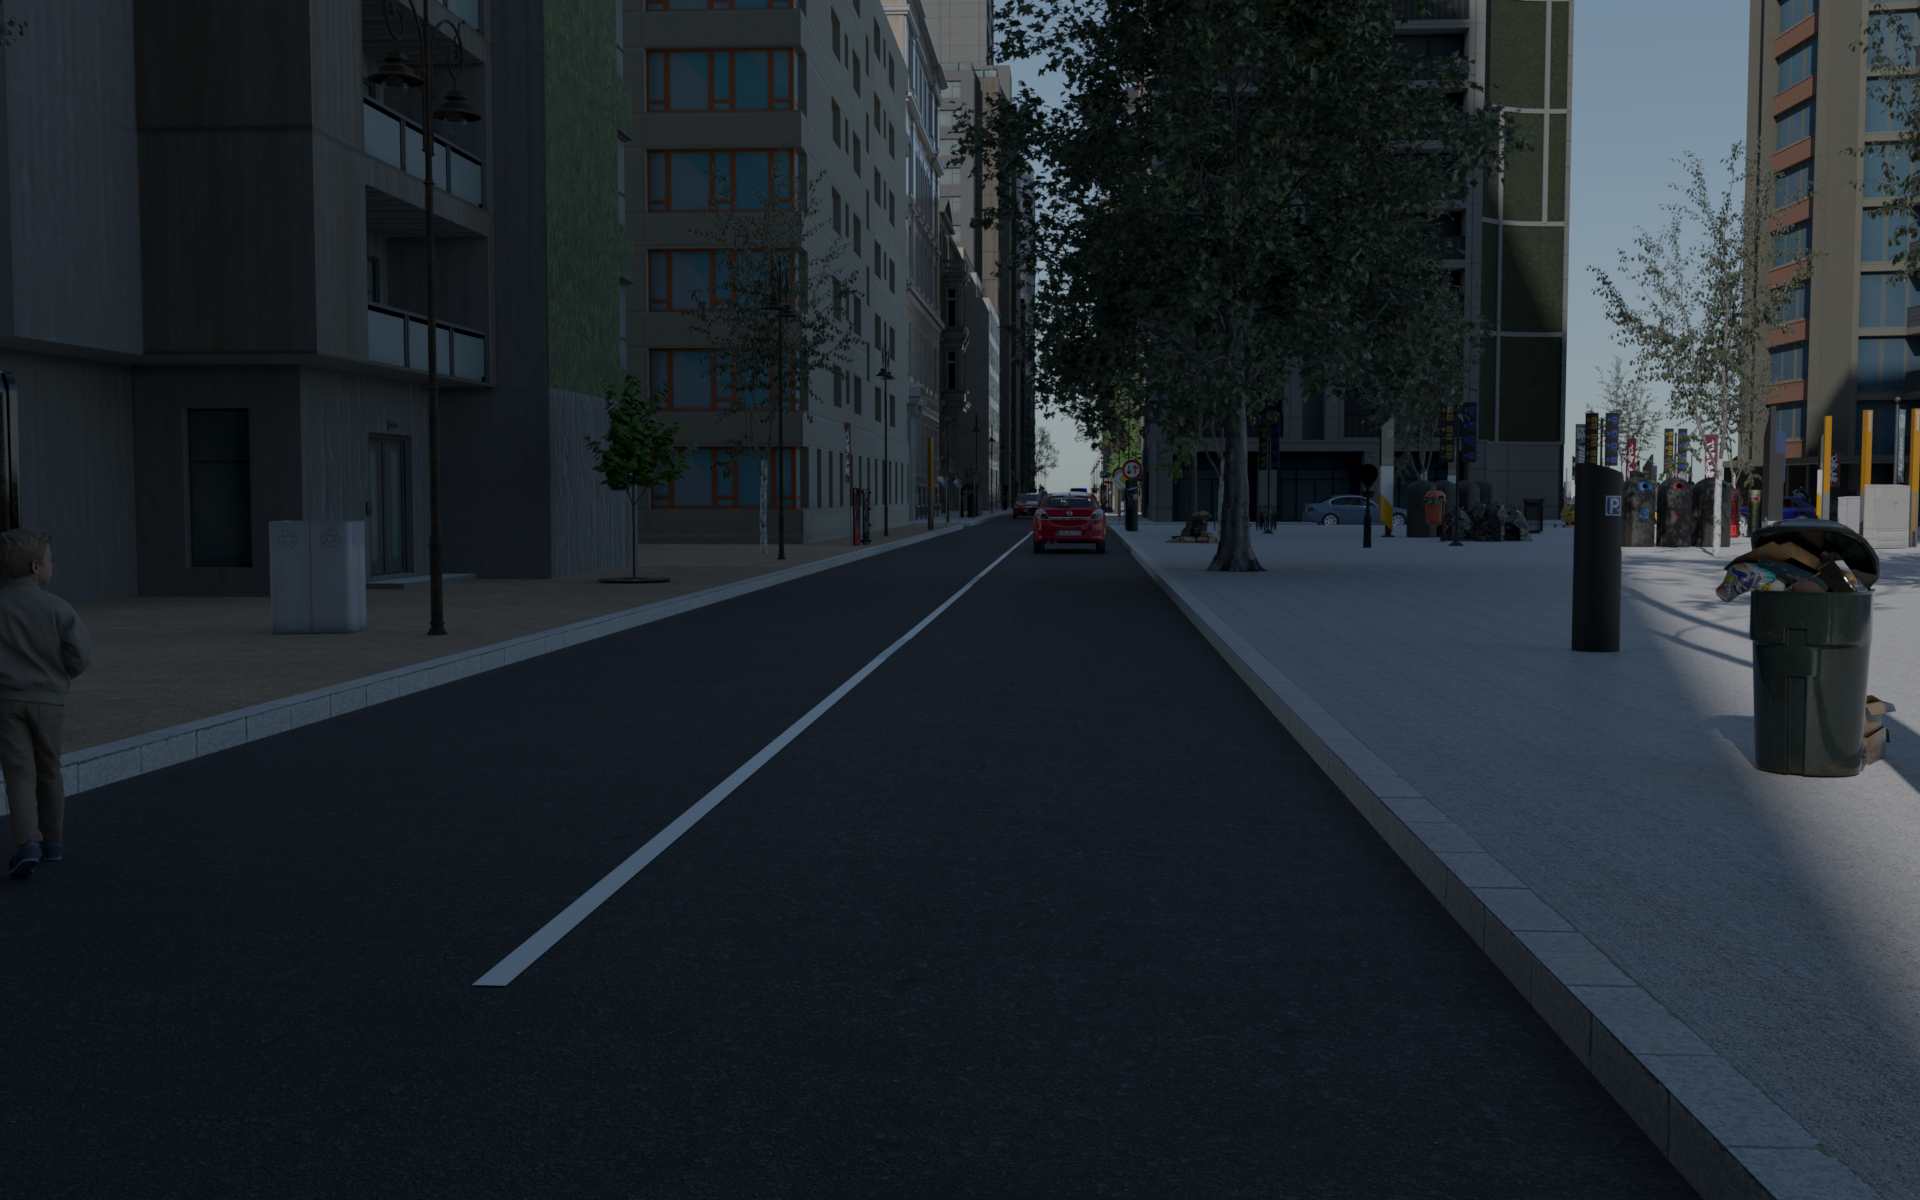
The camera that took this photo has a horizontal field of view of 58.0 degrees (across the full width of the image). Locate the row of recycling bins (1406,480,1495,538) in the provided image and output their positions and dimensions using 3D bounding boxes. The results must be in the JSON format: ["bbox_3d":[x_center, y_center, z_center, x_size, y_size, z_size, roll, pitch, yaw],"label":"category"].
[{"bbox_3d":[14.801,-2.743,51.969,3.534,1.692,1.069,-2,4,-35],"label":"row of recycling bins"}]

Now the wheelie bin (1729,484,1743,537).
[{"bbox_3d":[23.095,-2.697,52.011,0.693,1.594,0.980,1,4,16],"label":"wheelie bin"}]

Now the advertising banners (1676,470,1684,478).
[{"bbox_3d":[51.730,-7.965,126.414,2.074,3.025,0.090,3,4,38],"label":"advertising banners"}]

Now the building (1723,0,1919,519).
[{"bbox_3d":[54.237,-26.408,86.397,28.867,44.769,22.147,0,4,4],"label":"building"}]

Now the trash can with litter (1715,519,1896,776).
[{"bbox_3d":[4.034,0.195,8.193,0.624,1.170,1.055,3,5,39],"label":"trash can with litter"}]

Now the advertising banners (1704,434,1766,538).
[{"bbox_3d":[22.596,-3.330,50.632,2.074,3.025,0.090,-1,4,-9],"label":"advertising banners"}]

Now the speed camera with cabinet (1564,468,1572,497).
[{"bbox_3d":[45.317,-8.191,128.259,0.660,3.252,2.038,0,4,1],"label":"speed camera with cabinet"}]

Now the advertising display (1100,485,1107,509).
[{"bbox_3d":[10.447,-7.400,126.203,0.123,1.923,0.974,2,4,28],"label":"advertising display"}]

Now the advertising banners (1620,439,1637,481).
[{"bbox_3d":[21.100,-3.640,55.694,0.090,3.025,2.074,-1,4,-13],"label":"advertising banners"}]

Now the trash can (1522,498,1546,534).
[{"bbox_3d":[18.710,-2.743,56.497,0.748,1.137,0.748,0,3,0],"label":"trash can"}]

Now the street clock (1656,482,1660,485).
[{"bbox_3d":[42.183,-6.125,104.715,0.358,2.002,0.471,2,4,26],"label":"street clock"}]

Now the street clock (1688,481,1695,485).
[{"bbox_3d":[39.802,-5.496,94.433,0.471,2.002,0.358,1,4,21],"label":"street clock"}]

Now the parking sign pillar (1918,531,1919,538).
[{"bbox_3d":[28.962,-3.809,50.741,1.447,3.967,1.447,-1,4,-16],"label":"parking sign pillar"}]

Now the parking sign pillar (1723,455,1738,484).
[{"bbox_3d":[48.038,-7.270,107.338,1.447,3.967,1.447,-3,5,-40],"label":"parking sign pillar"}]

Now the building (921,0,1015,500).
[{"bbox_3d":[-4.745,-45.212,177.470,20.563,71.187,20.611,0,4,4],"label":"building"}]

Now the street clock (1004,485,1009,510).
[{"bbox_3d":[3.662,-8.228,139.098,0.358,2.002,0.471,-3,5,-41],"label":"street clock"}]

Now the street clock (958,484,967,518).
[{"bbox_3d":[0.105,-5.519,94.813,0.471,2.002,0.358,1,4,15],"label":"street clock"}]

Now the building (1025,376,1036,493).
[{"bbox_3d":[-2.459,-25.892,268.367,27.650,21.520,28.899,0,4,4],"label":"building"}]

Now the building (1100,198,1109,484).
[{"bbox_3d":[37.859,-43.290,297.033,28.713,52.752,27.495,0,4,4],"label":"building"}]

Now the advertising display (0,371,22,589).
[{"bbox_3d":[-5.329,-0.252,9.330,0.974,1.923,0.123,3,4,38],"label":"advertising display"}]

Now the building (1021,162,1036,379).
[{"bbox_3d":[2.022,-46.126,296.152,21.231,58.520,28.212,0,4,4],"label":"building"}]

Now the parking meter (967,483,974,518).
[{"bbox_3d":[0.577,-5.441,94.674,0.255,1.863,0.399,2,4,25],"label":"parking meter"}]

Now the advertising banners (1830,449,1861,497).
[{"bbox_3d":[34.933,-4.373,67.693,2.074,3.025,0.090,1,4,10],"label":"advertising banners"}]

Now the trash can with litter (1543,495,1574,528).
[{"bbox_3d":[23.516,-3.385,66.395,2.233,1.210,1.678,1,4,14],"label":"trash can with litter"}]

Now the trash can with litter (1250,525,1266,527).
[{"bbox_3d":[11.094,-3.482,67.990,2.233,1.210,1.678,0,4,-8],"label":"trash can with litter"}]

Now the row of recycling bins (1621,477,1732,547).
[{"bbox_3d":[16.850,-2.132,41.979,3.534,1.692,1.069,0,4,-3],"label":"row of recycling bins"}]

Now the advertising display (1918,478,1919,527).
[{"bbox_3d":[37.886,-3.864,68.396,0.123,1.923,0.974,2,4,32],"label":"advertising display"}]

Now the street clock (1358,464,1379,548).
[{"bbox_3d":[9.728,-2.247,41.316,0.471,2.002,0.358,1,4,18],"label":"street clock"}]

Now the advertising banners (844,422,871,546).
[{"bbox_3d":[-2.559,-2.864,43.014,0.090,3.025,2.074,1,4,15],"label":"advertising banners"}]

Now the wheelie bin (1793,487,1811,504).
[{"bbox_3d":[37.059,-4.183,76.303,0.693,1.594,0.980,1,4,20],"label":"wheelie bin"}]

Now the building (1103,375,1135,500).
[{"bbox_3d":[27.525,-34.526,248.090,14.154,41.232,14.086,0,4,4],"label":"building"}]

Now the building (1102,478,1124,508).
[{"bbox_3d":[31.957,-30.473,190.108,32.217,40.220,23.993,0,4,4],"label":"building"}]

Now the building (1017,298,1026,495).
[{"bbox_3d":[2.119,-29.026,246.270,14.160,30.474,14.107,0,4,4],"label":"building"}]

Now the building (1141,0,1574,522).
[{"bbox_3d":[19.836,-39.629,86.189,20.611,71.187,20.563,0,4,4],"label":"building"}]

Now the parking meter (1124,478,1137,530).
[{"bbox_3d":[6.031,-3.391,61.154,0.399,1.863,0.255,-2,4,-24],"label":"parking meter"}]

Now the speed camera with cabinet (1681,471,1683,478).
[{"bbox_3d":[49.898,-7.673,119.787,0.660,3.252,2.038,3,4,38],"label":"speed camera with cabinet"}]

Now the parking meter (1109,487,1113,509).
[{"bbox_3d":[12.523,-8.479,144.345,0.399,1.863,0.255,1,4,12],"label":"parking meter"}]

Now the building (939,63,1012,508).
[{"bbox_3d":[-2.498,-29.190,160.857,14.154,41.232,14.086,0,4,4],"label":"building"}]

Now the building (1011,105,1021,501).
[{"bbox_3d":[-0.304,-33.349,195.371,14.600,45.320,14.200,0,4,4],"label":"building"}]

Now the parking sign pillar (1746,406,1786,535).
[{"bbox_3d":[25.189,-3.986,53.638,1.447,3.967,1.447,1,4,17],"label":"parking sign pillar"}]

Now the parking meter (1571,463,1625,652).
[{"bbox_3d":[5.212,-0.352,14.160,0.372,1.533,0.369,0,3,0],"label":"parking meter"}]

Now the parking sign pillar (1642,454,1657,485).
[{"bbox_3d":[46.773,-7.893,117.518,1.447,3.967,1.447,0,4,-4],"label":"parking sign pillar"}]

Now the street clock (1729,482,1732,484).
[{"bbox_3d":[46.870,-6.150,105.119,0.471,2.002,0.358,1,4,11],"label":"street clock"}]
